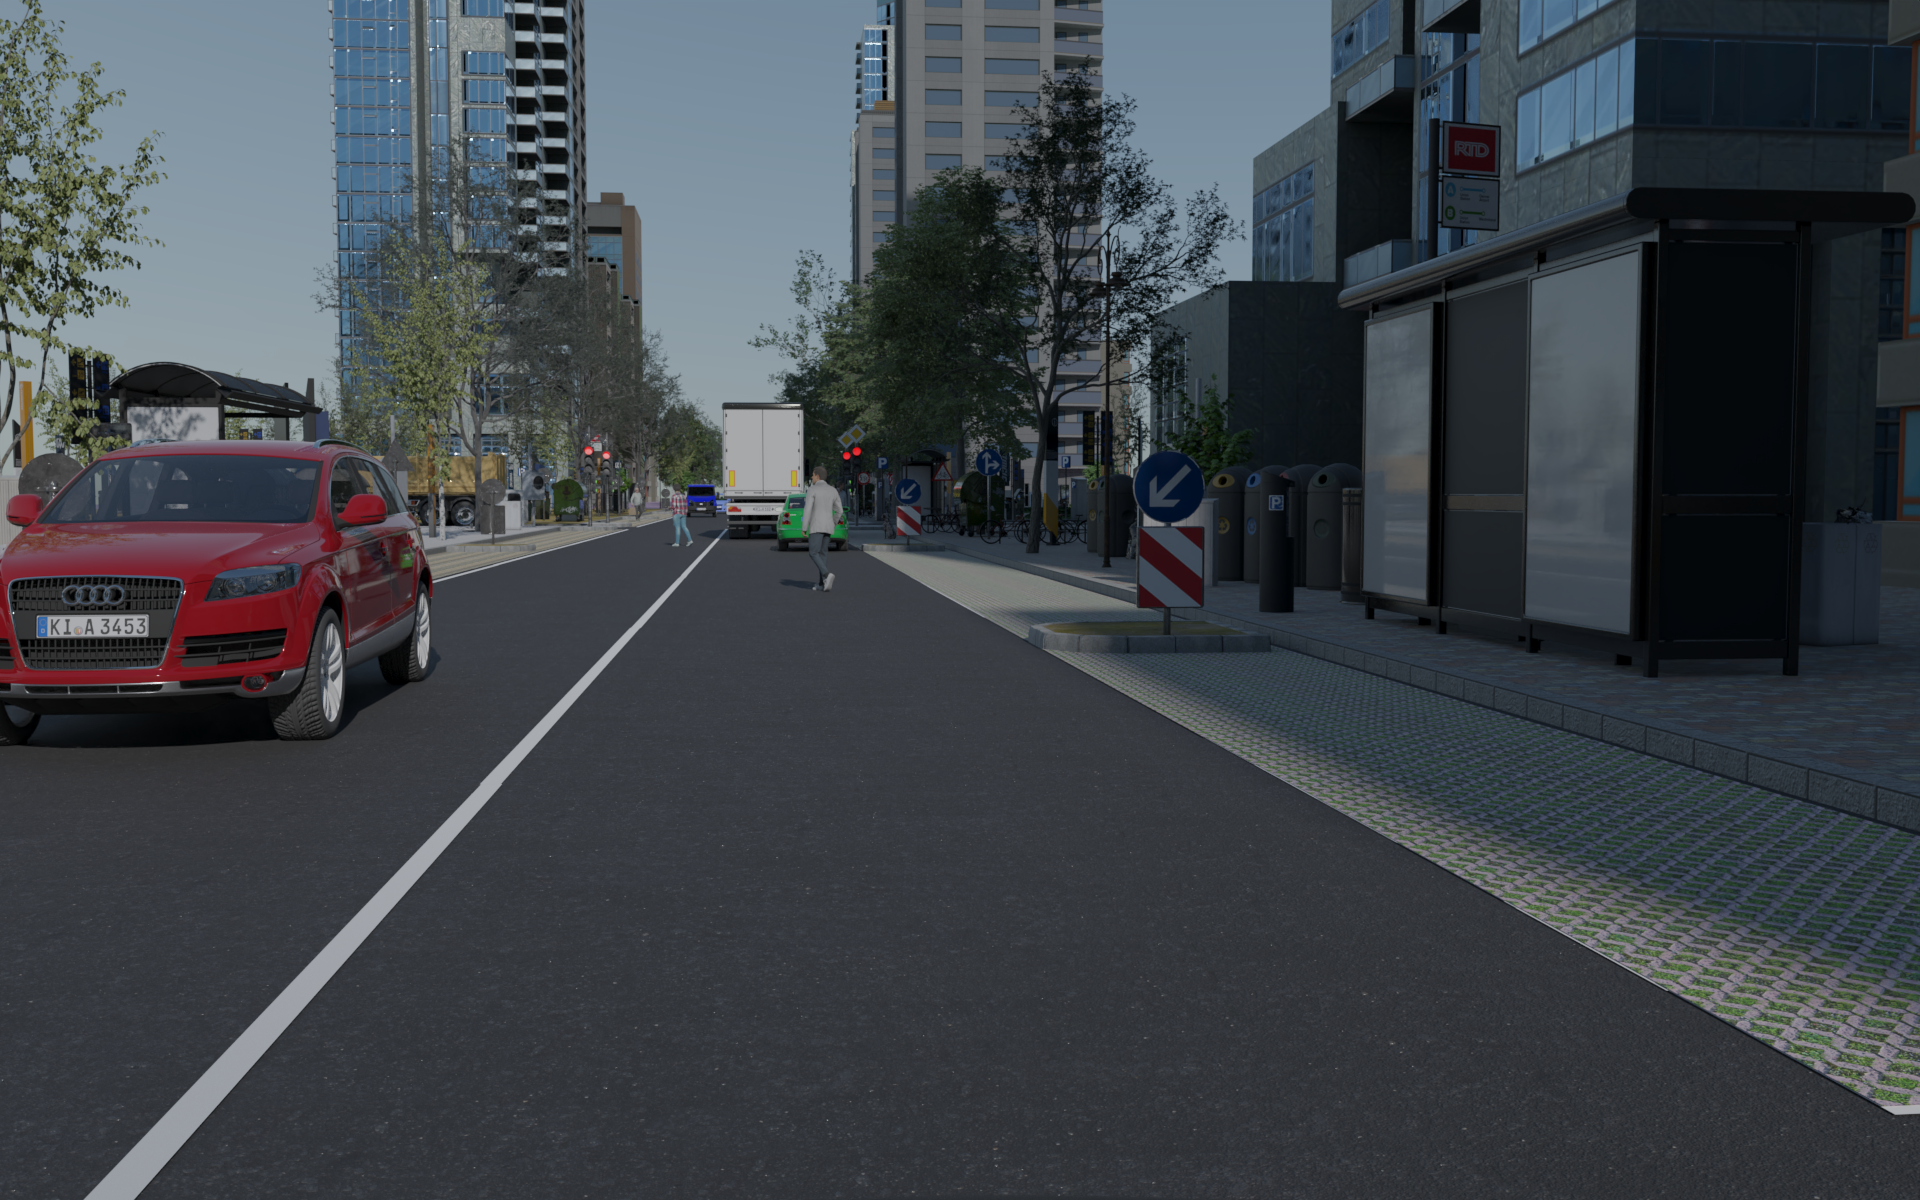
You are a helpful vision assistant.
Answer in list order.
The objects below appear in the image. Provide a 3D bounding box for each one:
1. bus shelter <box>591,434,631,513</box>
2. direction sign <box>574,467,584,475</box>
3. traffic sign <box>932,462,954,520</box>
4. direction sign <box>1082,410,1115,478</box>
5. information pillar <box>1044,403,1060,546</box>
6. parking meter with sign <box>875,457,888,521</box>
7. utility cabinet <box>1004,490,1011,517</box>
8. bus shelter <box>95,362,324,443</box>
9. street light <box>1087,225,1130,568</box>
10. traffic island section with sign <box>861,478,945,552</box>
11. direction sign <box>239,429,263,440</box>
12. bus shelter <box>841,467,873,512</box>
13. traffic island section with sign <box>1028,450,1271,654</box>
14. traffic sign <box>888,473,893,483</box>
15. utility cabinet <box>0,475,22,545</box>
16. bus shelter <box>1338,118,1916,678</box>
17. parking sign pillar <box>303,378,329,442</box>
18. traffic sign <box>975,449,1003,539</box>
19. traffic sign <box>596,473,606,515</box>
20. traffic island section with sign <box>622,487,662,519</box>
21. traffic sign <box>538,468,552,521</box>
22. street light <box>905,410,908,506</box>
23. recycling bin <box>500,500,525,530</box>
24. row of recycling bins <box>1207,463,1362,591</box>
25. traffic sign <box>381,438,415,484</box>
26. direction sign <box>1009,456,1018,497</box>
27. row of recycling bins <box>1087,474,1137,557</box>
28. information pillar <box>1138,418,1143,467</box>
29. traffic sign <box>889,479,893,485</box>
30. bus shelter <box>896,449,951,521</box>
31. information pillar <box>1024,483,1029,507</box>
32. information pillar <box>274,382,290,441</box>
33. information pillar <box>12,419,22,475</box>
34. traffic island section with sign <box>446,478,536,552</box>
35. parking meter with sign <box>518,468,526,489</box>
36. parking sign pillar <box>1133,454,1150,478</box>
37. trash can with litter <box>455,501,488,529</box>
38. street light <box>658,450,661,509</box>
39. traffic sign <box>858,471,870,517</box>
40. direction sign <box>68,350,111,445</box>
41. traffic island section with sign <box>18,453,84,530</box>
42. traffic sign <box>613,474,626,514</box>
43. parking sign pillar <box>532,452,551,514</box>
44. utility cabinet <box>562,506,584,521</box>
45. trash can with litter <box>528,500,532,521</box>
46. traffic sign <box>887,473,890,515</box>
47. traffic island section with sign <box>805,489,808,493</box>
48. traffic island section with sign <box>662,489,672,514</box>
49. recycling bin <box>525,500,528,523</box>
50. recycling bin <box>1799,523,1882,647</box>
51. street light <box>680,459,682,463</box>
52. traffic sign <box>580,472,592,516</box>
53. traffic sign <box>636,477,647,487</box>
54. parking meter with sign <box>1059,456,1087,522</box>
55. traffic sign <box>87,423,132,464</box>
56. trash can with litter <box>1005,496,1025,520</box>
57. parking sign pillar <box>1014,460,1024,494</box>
[{"bbox_3d":[-23.930,-8.624,118.632,2.179,5.291,8.768,0,4,-7],"label":"bus shelter"},{"bbox_3d":[-31.319,-9.196,142.345,0.876,3.537,0.379,1,4,9],"label":"direction sign"},{"bbox_3d":[-0.697,-4.278,69.952,0.884,2.594,0.081,0,4,2],"label":"traffic sign"},{"bbox_3d":[3.742,-3.371,47.110,0.876,3.537,0.379,-1,4,-18],"label":"direction sign"},{"bbox_3d":[2.271,-3.162,43.052,0.183,3.616,0.504,3,5,42],"label":"information pillar"},{"bbox_3d":[-3.806,-5.294,82.820,0.543,3.016,1.738,-1,4,-9],"label":"parking meter with sign"},{"bbox_3d":[2.258,-5.403,97.018,1.173,1.500,0.318,-2,4,-26],"label":"utility cabinet"},{"bbox_3d":[-12.459,-2.161,29.250,2.014,3.302,5.546,0,4,-6],"label":"bus shelter"},{"bbox_3d":[2.567,-3.506,30.111,0.468,5.910,1.993,0,4,-7],"label":"street light"},{"bbox_3d":[-1.474,-2.147,43.735,1.989,1.847,2.006,0,4,-7],"label":"traffic island section with sign"},{"bbox_3d":[-24.541,-4.161,60.033,0.876,3.537,0.379,1,4,12],"label":"direction sign"},{"bbox_3d":[-7.384,-7.955,123.994,2.014,3.302,5.546,0,4,-7],"label":"bus shelter"},{"bbox_3d":[1.699,-0.476,16.417,1.989,1.847,2.006,0,4,-7],"label":"traffic island section with sign"},{"bbox_3d":[-3.966,-6.397,104.702,0.768,2.556,0.104,0,4,-1],"label":"traffic sign"},{"bbox_3d":[-11.161,-0.717,20.406,1.173,1.500,0.318,-1,4,-17],"label":"utility cabinet"},{"bbox_3d":[5.107,-2.362,16.254,2.179,5.291,8.768,0,4,-6],"label":"bus shelter"},{"bbox_3d":[-15.226,-3.209,40.938,1.447,3.967,1.447,-2,4,-26],"label":"parking sign pillar"},{"bbox_3d":[0.819,-2.987,48.936,0.768,2.556,0.104,0,4,3],"label":"traffic sign"},{"bbox_3d":[-21.522,-6.358,104.052,0.768,2.556,0.104,0,4,1],"label":"traffic sign"},{"bbox_3d":[-18.084,-5.477,98.183,1.989,1.847,2.006,0,4,-7],"label":"traffic island section with sign"},{"bbox_3d":[-20.097,-5.109,83.636,0.768,2.556,0.104,0,4,1],"label":"traffic sign"},{"bbox_3d":[-2.140,-5.899,69.228,0.468,5.910,1.993,0,4,-7],"label":"street light"},{"bbox_3d":[-16.006,-3.008,61.730,0.722,1.027,0.722,-1,4,-10],"label":"recycling bin"},{"bbox_3d":[4.643,-1.070,24.615,1.069,1.692,3.534,-1,4,-22],"label":"row of recycling bins"},{"bbox_3d":[-13.195,-2.478,40.519,0.884,2.594,0.081,0,4,-4],"label":"traffic sign"},{"bbox_3d":[3.071,-6.823,103.552,0.876,3.537,0.379,-2,4,-28],"label":"direction sign"},{"bbox_3d":[3.298,-1.815,36.786,1.069,1.692,3.534,0,4,0],"label":"row of recycling bins"},{"bbox_3d":[5.578,-3.811,53.661,0.183,3.616,0.504,1,4,14],"label":"information pillar"},{"bbox_3d":[-3.869,-6.362,104.015,0.884,2.594,0.081,0,4,-1],"label":"traffic sign"},{"bbox_3d":[-1.728,-5.269,80.079,2.014,3.302,5.546,0,4,-7],"label":"bus shelter"},{"bbox_3d":[4.507,-6.866,116.758,0.304,2.012,0.304,1,4,8],"label":"information pillar"},{"bbox_3d":[-14.272,-2.762,36.521,0.504,3.616,0.183,3,5,39],"label":"information pillar"},{"bbox_3d":[-29.501,-3.857,54.409,0.183,3.616,0.504,1,4,22],"label":"information pillar"},{"bbox_3d":[-11.719,-2.129,43.431,1.989,1.847,2.006,0,4,-7],"label":"traffic island section with sign"},{"bbox_3d":[-29.032,-7.321,115.967,0.543,3.016,1.738,0,4,5],"label":"parking meter with sign"},{"bbox_3d":[13.167,-8.359,125.134,1.447,3.967,1.447,1,4,19],"label":"parking sign pillar"},{"bbox_3d":[-17.378,-3.214,63.600,1.678,1.210,2.233,-3,5,-43],"label":"trash can with litter"},{"bbox_3d":[-26.518,-11.028,153.094,0.468,5.910,1.993,0,4,-7],"label":"street light"},{"bbox_3d":[-5.376,-5.911,96.746,0.768,2.556,0.104,0,4,2],"label":"traffic sign"},{"bbox_3d":[-13.842,-2.179,27.624,0.379,3.537,0.876,1,4,13],"label":"direction sign"},{"bbox_3d":[-8.541,-0.451,16.000,1.989,1.847,2.006,0,4,-7],"label":"traffic island section with sign"},{"bbox_3d":[-21.749,-6.748,110.332,0.884,2.594,0.081,0,4,-6],"label":"traffic sign"},{"bbox_3d":[-26.761,-7.441,110.140,1.447,3.967,1.447,0,4,8],"label":"parking sign pillar"},{"bbox_3d":[-18.476,-4.509,82.405,1.173,1.500,0.318,1,4,17],"label":"utility cabinet"},{"bbox_3d":[-20.436,-4.262,81.074,0.624,1.170,1.055,-3,4,-37],"label":"trash can with litter"},{"bbox_3d":[-4.359,-6.480,105.959,0.884,2.594,0.081,0,4,-2],"label":"traffic sign"},{"bbox_3d":[-11.105,-7.220,126.668,1.989,1.847,2.006,0,4,-7],"label":"traffic island section with sign"},{"bbox_3d":[-21.212,-7.131,125.216,1.989,1.847,2.006,0,4,-7],"label":"traffic island section with sign"},{"bbox_3d":[-19.554,-3.907,76.425,0.722,1.027,0.722,3,4,39],"label":"recycling bin"},{"bbox_3d":[7.407,-0.147,14.960,0.722,1.027,0.722,-2,4,-25],"label":"recycling bin"},{"bbox_3d":[-31.065,-13.456,192.788,0.468,5.910,1.993,0,4,-7],"label":"street light"},{"bbox_3d":[-21.391,-6.054,99.097,0.768,2.556,0.104,0,4,0],"label":"traffic sign"},{"bbox_3d":[-23.275,-7.735,126.565,0.768,2.556,0.104,0,4,2],"label":"traffic sign"},{"bbox_3d":[5.516,-5.115,79.892,1.738,3.016,0.543,-3,4,-37],"label":"parking meter with sign"},{"bbox_3d":[-12.210,-1.394,24.915,0.606,2.300,0.079,0,4,-6],"label":"traffic sign"},{"bbox_3d":[2.502,-4.237,80.667,0.624,1.170,1.055,3,5,43],"label":"trash can with litter"},{"bbox_3d":[4.557,-8.928,134.450,1.447,3.967,1.447,-1,4,-19],"label":"parking sign pillar"}]
